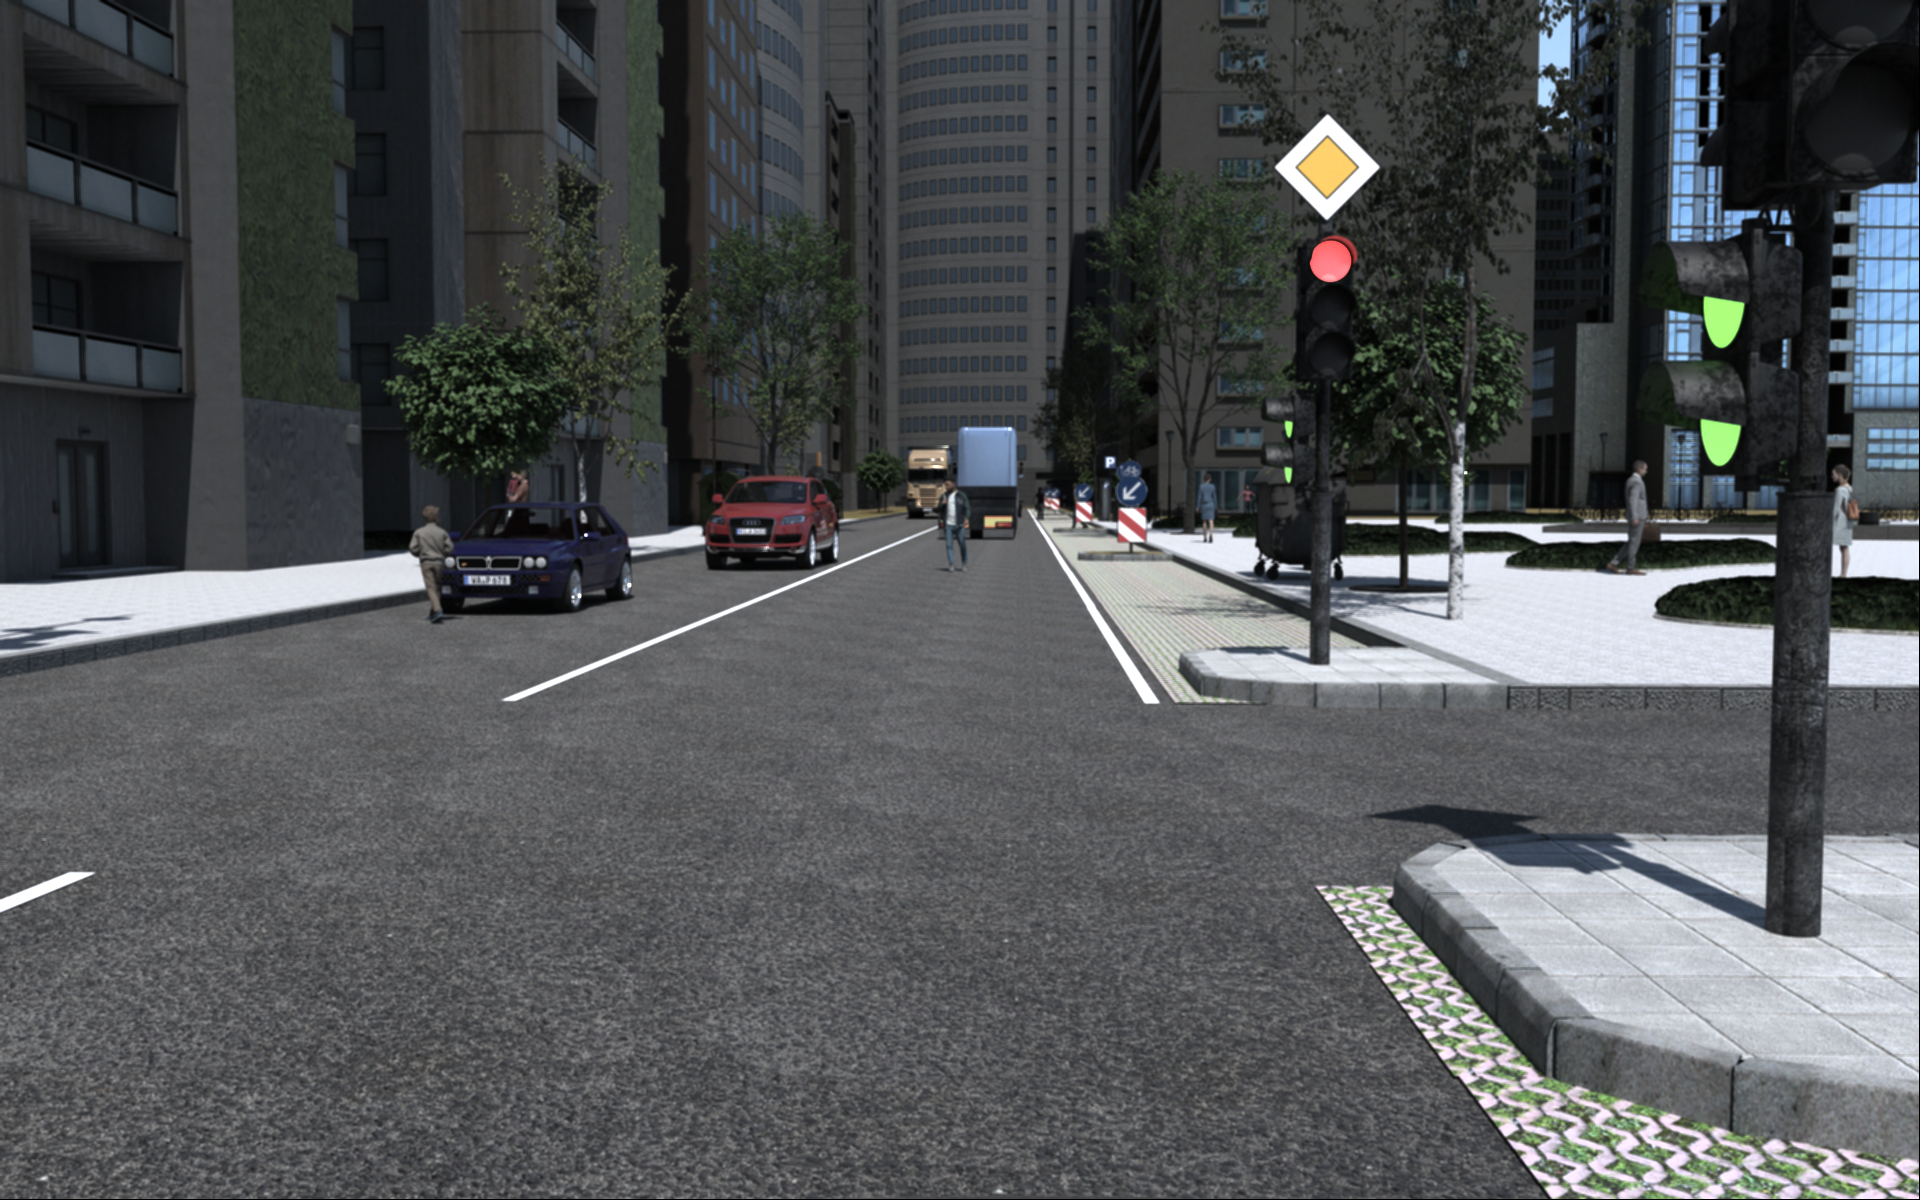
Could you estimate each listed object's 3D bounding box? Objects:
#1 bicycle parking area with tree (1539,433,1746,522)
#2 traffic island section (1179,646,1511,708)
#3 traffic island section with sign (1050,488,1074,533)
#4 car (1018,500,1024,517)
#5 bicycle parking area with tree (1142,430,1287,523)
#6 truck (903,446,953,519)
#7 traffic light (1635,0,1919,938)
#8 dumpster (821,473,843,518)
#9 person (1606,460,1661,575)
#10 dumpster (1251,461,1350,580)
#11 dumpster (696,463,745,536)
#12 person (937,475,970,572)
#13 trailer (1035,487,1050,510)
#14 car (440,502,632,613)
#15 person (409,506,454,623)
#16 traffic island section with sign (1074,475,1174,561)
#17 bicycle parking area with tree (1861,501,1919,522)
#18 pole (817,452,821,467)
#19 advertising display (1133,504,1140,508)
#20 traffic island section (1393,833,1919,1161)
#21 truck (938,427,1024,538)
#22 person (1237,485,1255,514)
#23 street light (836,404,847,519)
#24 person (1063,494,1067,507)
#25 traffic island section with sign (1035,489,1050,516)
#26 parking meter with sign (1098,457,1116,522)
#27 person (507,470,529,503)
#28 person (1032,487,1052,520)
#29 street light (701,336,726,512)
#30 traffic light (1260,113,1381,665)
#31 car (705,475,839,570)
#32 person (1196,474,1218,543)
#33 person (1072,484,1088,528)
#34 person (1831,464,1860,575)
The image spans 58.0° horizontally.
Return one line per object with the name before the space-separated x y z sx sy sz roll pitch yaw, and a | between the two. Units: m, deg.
bicycle parking area with tree | 32.639 -5.849 82.627 8.231 4.147 9.016 -1 4 -14
traffic island section | 2.733 0.564 13.059 2.009 0.180 2.903 0 4 2
traffic island section with sign | 4.479 -3.422 64.584 1.989 1.847 2.006 0 4 2
car | 2.947 -5.969 107.379 2.009 1.686 4.222 0 4 1
bicycle parking area with tree | 12.161 -5.601 78.582 8.231 4.147 9.016 1 4 21
truck | -1.753 -7.010 103.533 2.839 4.237 11.283 0 4 1
traffic light | 2.424 -0.981 4.966 0.839 4.253 0.868 0 4 2
dumpster | -6.325 -4.829 81.444 1.502 2.255 1.985 0 4 2
person | 10.721 -1.302 27.459 0.853 1.813 0.709 1 4 8
dumpster | 5.193 -1.265 26.438 1.264 1.857 1.865 0 4 2
dumpster | -7.268 -3.113 53.393 1.502 2.255 1.985 0 4 2
person | -0.116 -1.417 32.010 0.623 1.781 0.721 0 4 1
trailer | 7.073 -8.494 145.925 1.471 1.999 3.904 0 4 3
car | -5.421 -0.585 22.148 1.945 1.354 3.894 0 4 3
person | -5.895 -0.399 19.299 0.475 1.303 0.640 -3 4 -37
traffic island section with sign | 3.574 -1.775 37.644 1.989 1.847 2.006 0 4 2
bicycle parking area with tree | 45.932 -5.529 77.398 9.016 4.147 8.231 1 4 10
pole | -6.769 -5.462 83.153 0.158 3.312 0.155 0 3 0
advertising display | 7.339 -4.088 72.058 0.123 1.923 0.974 1 4 18
traffic island section | 2.464 1.052 5.079 2.009 0.180 2.903 0 4 2
truck | 0.862 -4.526 63.752 2.967 4.110 18.799 0 4 2
person | 14.880 -5.063 89.546 1.217 1.743 0.721 0 4 -7
street light | -5.996 -7.034 87.790 0.468 5.910 1.993 0 4 2
person | 10.286 -9.657 169.622 0.421 1.427 0.697 1 4 17
traffic island section with sign | 6.178 -6.506 115.001 1.989 1.847 2.006 0 4 2
parking meter with sign | 6.827 -5.198 81.252 0.543 3.016 1.738 -1 4 -9
person | -9.653 -1.954 37.967 0.580 1.828 0.573 2 4 24
person | 4.452 -5.301 95.179 1.348 1.822 0.705 3 5 43
street light | -7.194 -4.763 50.669 0.468 5.910 1.993 0 4 2
traffic light | 2.694 -1.469 12.947 0.839 4.253 0.868 0 4 2
car | -3.676 -1.584 34.565 2.281 1.827 5.304 0 4 4
person | 6.527 -2.427 45.746 0.581 1.822 0.654 1 4 10
person | 4.562 -3.590 67.112 0.836 1.842 0.656 -1 4 -9
person | 12.490 -1.073 24.588 0.522 1.701 0.512 3 5 43
